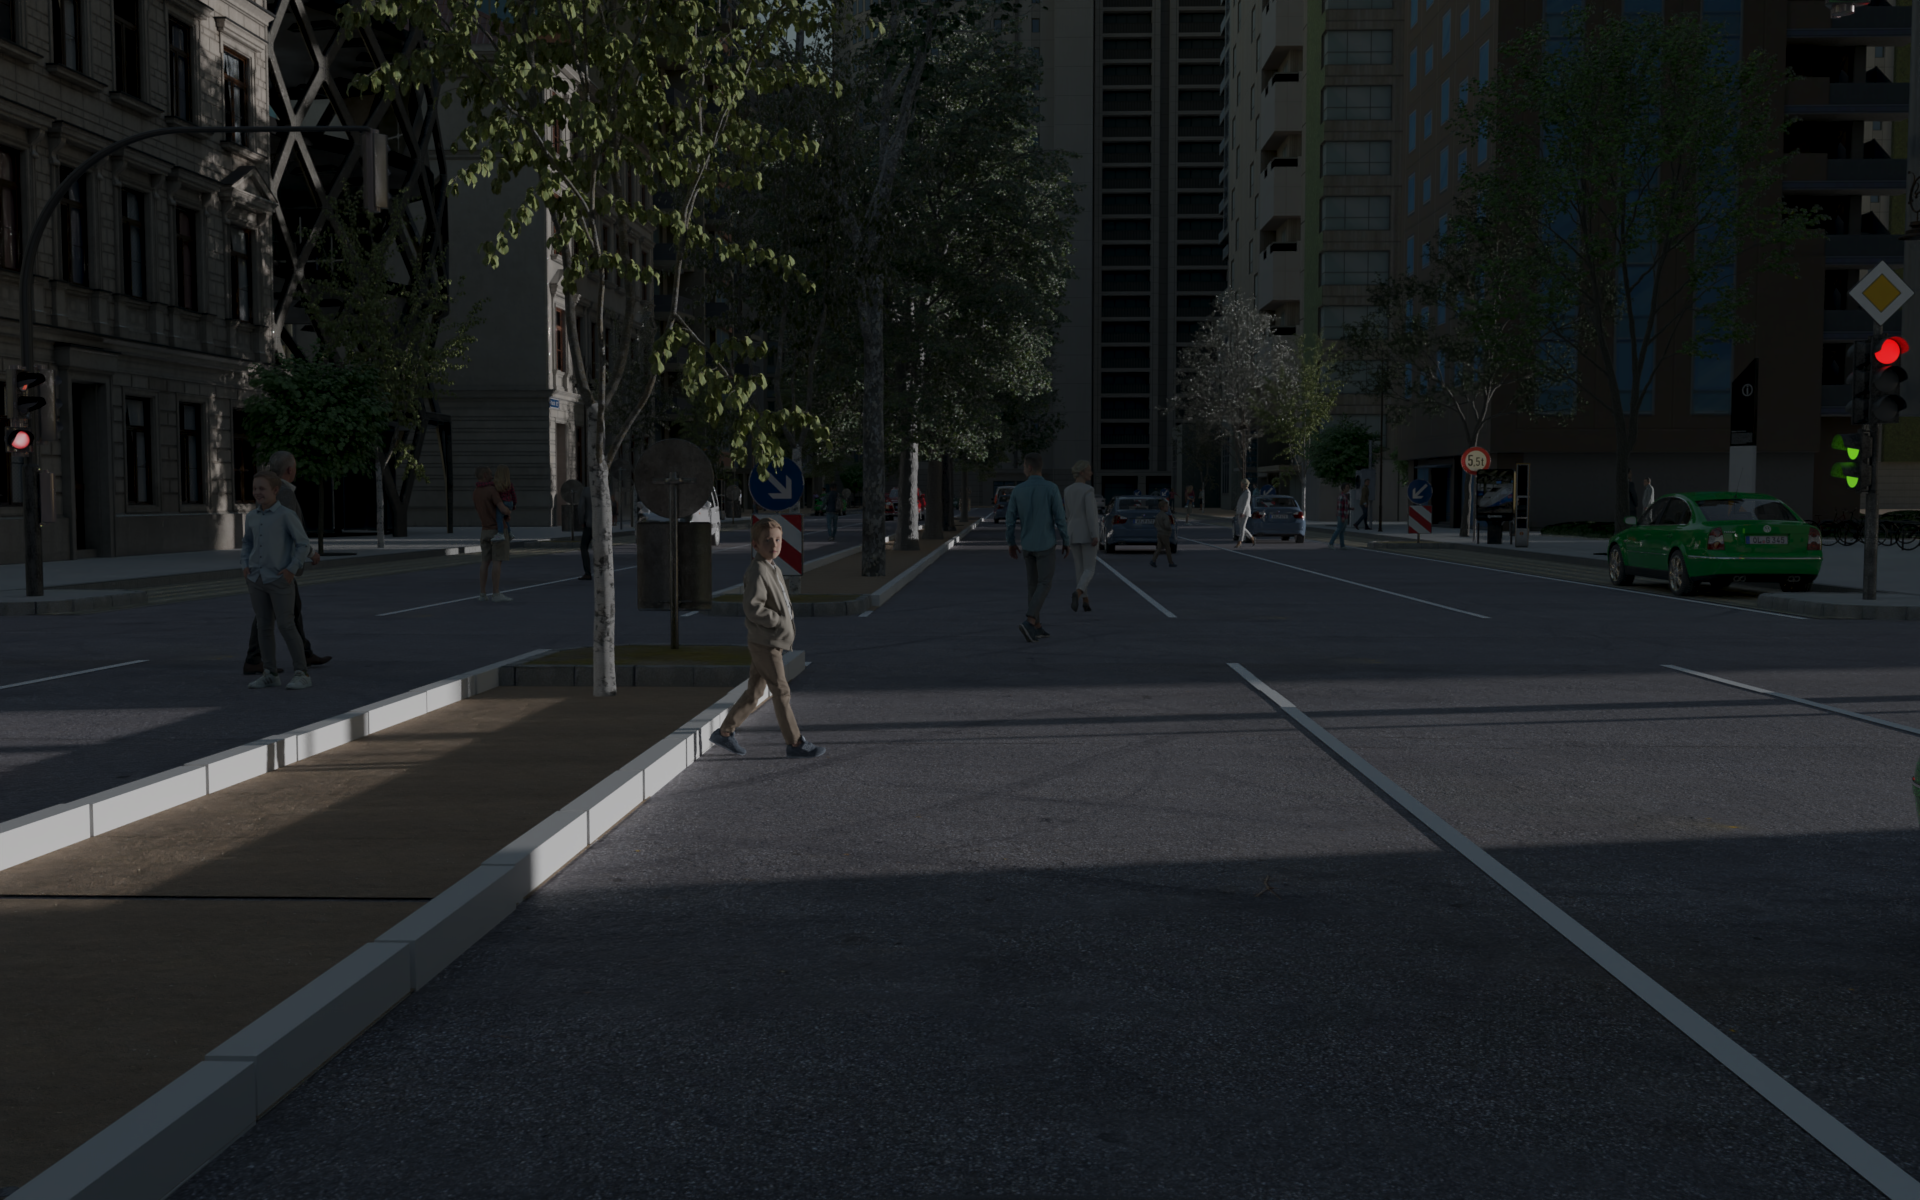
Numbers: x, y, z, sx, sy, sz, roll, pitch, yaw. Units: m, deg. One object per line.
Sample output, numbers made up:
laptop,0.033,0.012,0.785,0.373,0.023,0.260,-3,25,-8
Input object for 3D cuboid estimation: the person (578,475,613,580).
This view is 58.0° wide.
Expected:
person,-6.090,-1.234,28.864,0.592,1.802,0.473,0,4,-6

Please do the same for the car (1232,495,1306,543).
car,9.242,-2.442,51.934,2.014,1.417,4.499,0,4,2

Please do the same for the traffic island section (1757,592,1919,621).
traffic island section,11.075,0.075,21.052,2.009,0.180,2.903,0,4,2

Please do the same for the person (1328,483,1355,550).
person,9.790,-2.149,44.468,0.643,1.720,0.563,1,4,19

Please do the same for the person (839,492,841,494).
person,-10.924,-8.850,153.976,0.697,1.427,0.421,1,4,18

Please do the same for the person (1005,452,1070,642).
person,0.704,-0.529,17.017,0.638,1.841,0.748,3,4,36

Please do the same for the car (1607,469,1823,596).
car,10.947,-1.017,25.433,1.959,1.807,4.718,0,4,3

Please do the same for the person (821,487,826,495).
person,-10.967,-8.122,138.848,0.705,1.824,1.348,-2,4,-26

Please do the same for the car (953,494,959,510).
car,-1.013,-9.135,161.157,2.131,1.459,4.920,0,4,1

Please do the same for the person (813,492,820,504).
person,-10.207,-6.948,122.870,0.421,1.427,0.697,-2,4,-35

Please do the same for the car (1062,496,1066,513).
car,7.251,-6.107,112.426,1.945,1.354,3.894,0,4,0

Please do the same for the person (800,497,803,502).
person,-11.156,-6.708,118.986,1.065,1.426,0.557,3,5,41

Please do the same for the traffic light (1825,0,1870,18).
traffic light,8.685,-2.337,12.884,4.771,5.953,1.251,0,4,2

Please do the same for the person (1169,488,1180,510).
person,16.810,-7.962,136.946,1.217,1.743,0.721,1,4,17

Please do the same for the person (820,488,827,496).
person,-11.440,-8.599,146.664,1.348,1.821,0.705,3,4,38

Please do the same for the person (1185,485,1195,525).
person,10.572,-4.367,79.876,0.573,1.828,0.580,-3,4,-37

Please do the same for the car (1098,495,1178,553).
car,4.396,-1.901,43.088,2.014,1.417,4.499,0,4,1

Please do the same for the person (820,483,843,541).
person,-3.882,-2.690,52.836,0.623,1.781,0.721,-3,4,-36

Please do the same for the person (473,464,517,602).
person,-6.221,-0.899,23.177,0.580,1.828,0.573,-1,4,-12

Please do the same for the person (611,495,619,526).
person,-13.906,-3.602,69.611,0.362,1.253,0.373,2,4,24

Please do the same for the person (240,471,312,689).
person,-5.099,-0.153,12.820,0.589,1.601,0.330,2,4,23

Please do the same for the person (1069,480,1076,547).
person,3.205,-2.326,46.634,0.850,1.850,0.679,-1,4,-21

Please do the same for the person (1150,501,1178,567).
person,3.961,-1.290,33.868,0.640,1.303,0.475,-3,4,-37

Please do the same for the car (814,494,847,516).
car,-8.540,-6.464,114.474,1.959,1.807,4.718,0,4,3

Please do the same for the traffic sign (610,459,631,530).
traffic sign,-12.198,-3.803,62.291,0.768,2.556,0.104,0,4,4

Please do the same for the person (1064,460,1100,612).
person,1.446,-0.764,20.871,0.514,1.842,0.818,2,4,28

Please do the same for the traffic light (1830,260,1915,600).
traffic light,11.035,-1.958,20.940,0.839,4.253,0.868,0,4,2

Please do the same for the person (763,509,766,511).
person,-14.690,-7.501,129.627,0.436,1.711,0.756,2,4,25

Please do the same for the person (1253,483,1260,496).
person,15.579,-5.206,91.026,0.638,1.841,0.748,-3,5,-40

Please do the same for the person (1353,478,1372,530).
person,14.443,-3.421,61.895,0.836,1.842,0.656,-1,4,-20

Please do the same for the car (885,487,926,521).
car,-2.980,-5.180,93.361,2.281,1.827,5.304,0,4,3

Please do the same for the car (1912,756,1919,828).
car,3.690,0.329,3.412,1.959,1.807,4.718,0,4,3

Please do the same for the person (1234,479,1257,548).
person,7.662,-2.325,46.387,0.818,1.842,0.514,-2,4,-25

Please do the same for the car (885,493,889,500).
car,-5.485,-7.126,125.551,2.155,1.783,4.494,0,4,1

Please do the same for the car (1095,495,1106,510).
car,12.541,-9.106,161.248,2.083,1.381,4.827,0,4,2

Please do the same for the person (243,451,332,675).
person,-5.417,-0.312,13.996,0.661,1.777,0.834,3,5,40

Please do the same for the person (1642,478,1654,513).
person,22.156,-3.036,55.779,0.391,1.810,0.635,1,4,10

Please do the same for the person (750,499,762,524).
person,-9.020,-4.099,76.106,0.643,1.750,0.593,-2,4,-25

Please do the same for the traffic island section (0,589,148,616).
traffic island section,-11.655,0.030,21.784,2.009,0.180,2.903,0,4,2

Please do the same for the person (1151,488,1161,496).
person,17.841,-9.270,157.697,1.350,1.814,0.705,0,4,4

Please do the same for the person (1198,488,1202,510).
person,19.125,-8.024,138.017,0.721,1.735,1.217,0,4,1

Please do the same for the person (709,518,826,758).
person,-1.057,0.203,9.460,0.640,1.303,0.475,0,4,-4

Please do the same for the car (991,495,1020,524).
car,2.540,-4.474,85.145,2.014,1.417,4.499,0,4,1

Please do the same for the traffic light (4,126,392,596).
traffic light,-9.521,-2.871,21.617,4.771,5.953,1.251,0,4,2

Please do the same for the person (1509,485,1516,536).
person,16.951,-2.843,52.710,0.590,1.801,0.661,-3,4,-39

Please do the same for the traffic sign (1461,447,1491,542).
traffic sign,13.826,-2.837,46.492,0.768,2.556,0.104,1,4,10

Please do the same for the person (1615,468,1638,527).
person,15.809,-2.172,40.910,0.474,1.900,0.648,-3,4,-36
